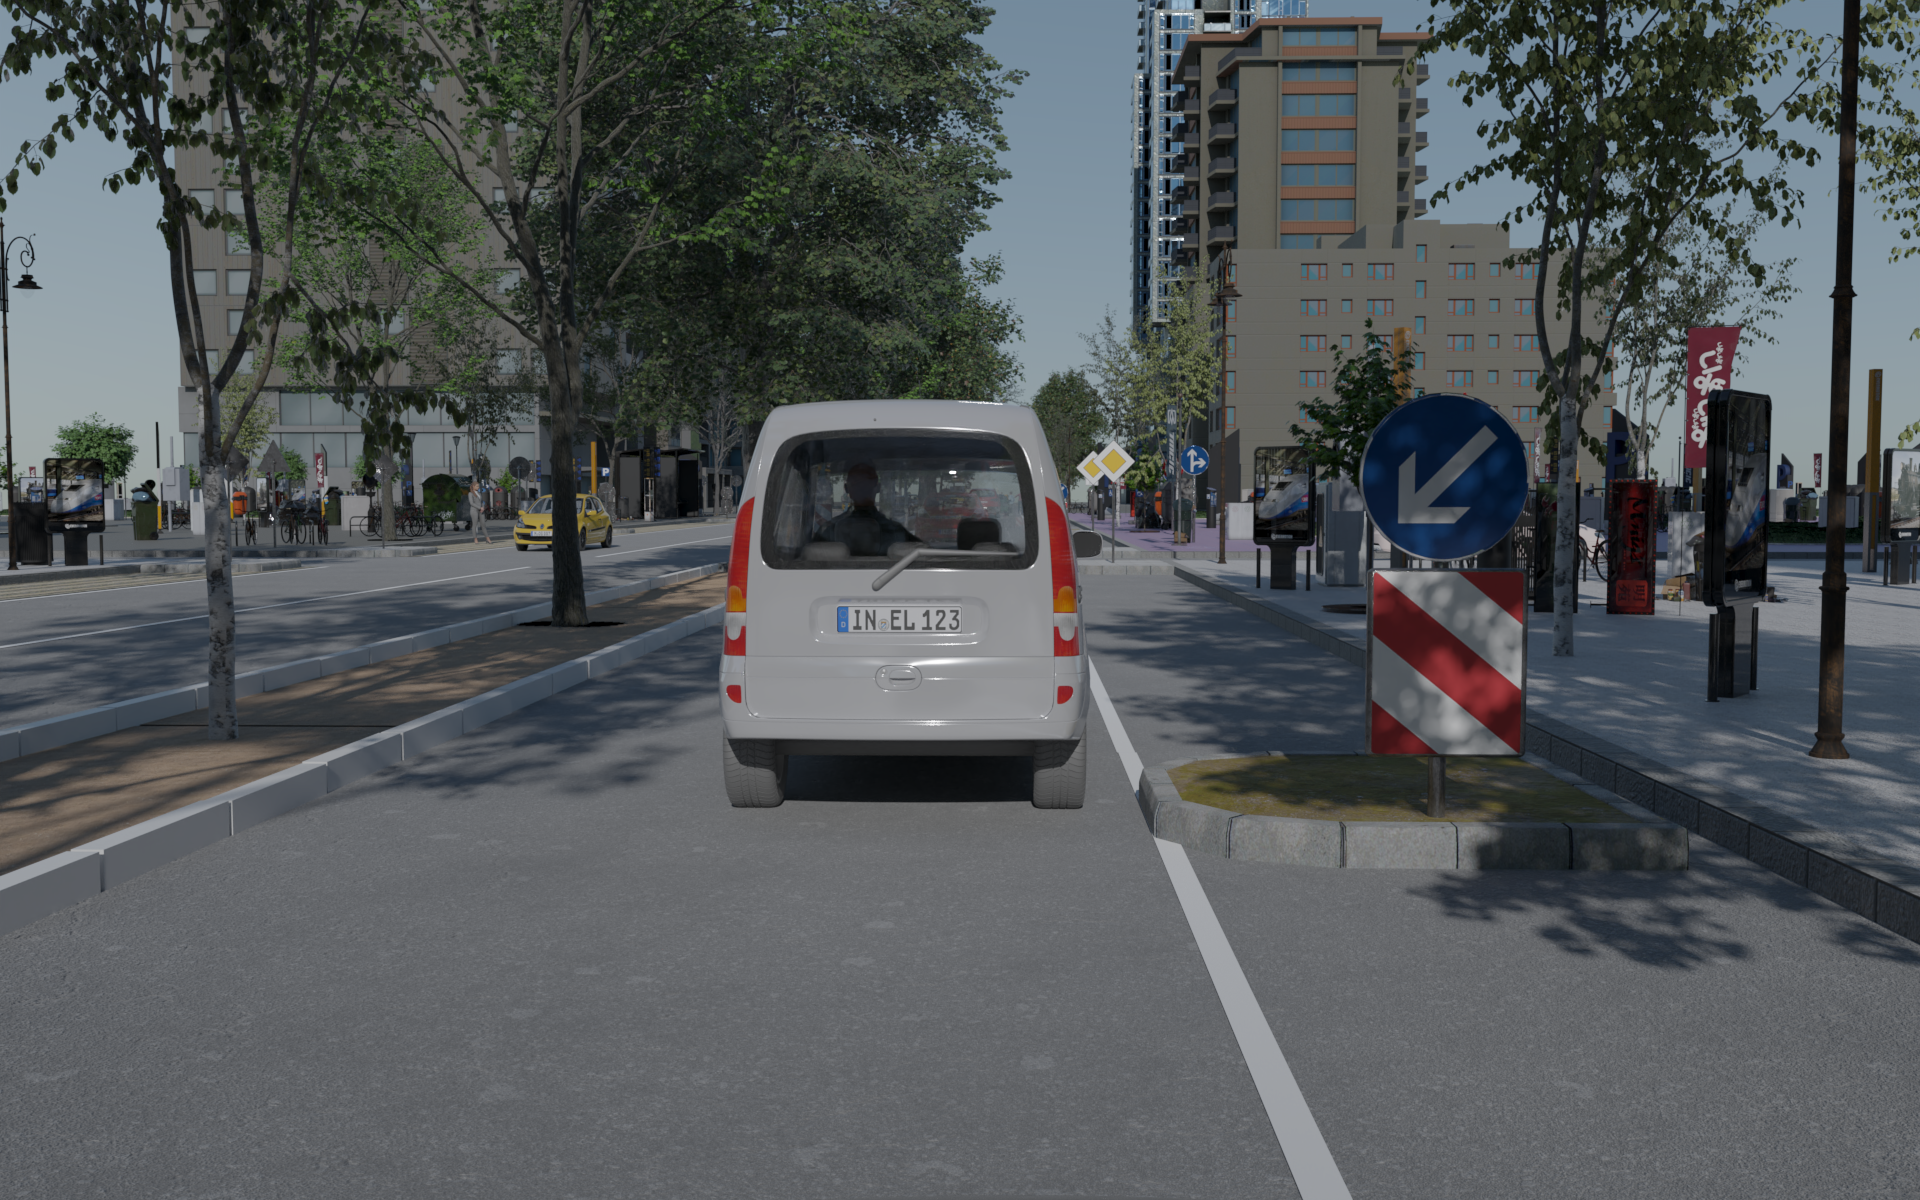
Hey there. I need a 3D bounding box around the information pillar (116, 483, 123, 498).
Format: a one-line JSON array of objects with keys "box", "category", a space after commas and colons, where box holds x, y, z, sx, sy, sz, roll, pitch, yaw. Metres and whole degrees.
[{"box": [-55.545, -6.727, 114.475, 0.304, 2.012, 0.304, -3, 5, -44], "category": "information pillar"}]

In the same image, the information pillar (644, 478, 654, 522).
[{"box": [-14.290, -4.593, 79.584, 0.304, 2.012, 0.304, 2, 4, 23], "category": "information pillar"}]

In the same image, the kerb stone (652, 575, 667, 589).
[{"box": [-4.653, -0.252, 26.311, 0.120, 0.150, 1.000, 0, 4, 2], "category": "kerb stone"}]

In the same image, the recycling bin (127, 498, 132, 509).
[{"box": [-47.994, -5.327, 99.658, 0.722, 1.027, 0.722, 2, 4, 30], "category": "recycling bin"}]

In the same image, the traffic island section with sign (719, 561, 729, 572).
[{"box": [-3.426, -1.501, 32.673, 2.006, 1.907, 1.989, 0, 4, 2], "category": "traffic island section with sign"}]

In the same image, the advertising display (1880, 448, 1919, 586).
[{"box": [13.333, -1.181, 24.517, 0.974, 1.923, 0.123, -3, 4, -37], "category": "advertising display"}]

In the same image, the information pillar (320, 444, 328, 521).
[{"box": [-29.471, -5.440, 80.298, 0.504, 3.616, 0.183, 3, 5, 44], "category": "information pillar"}]

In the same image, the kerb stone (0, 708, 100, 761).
[{"box": [-5.139, 0.752, 9.895, 0.120, 0.150, 1.000, 0, 4, 2], "category": "kerb stone"}]

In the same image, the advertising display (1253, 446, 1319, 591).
[{"box": [4.346, -1.103, 23.245, 0.123, 1.923, 0.974, -3, 5, -40], "category": "advertising display"}]

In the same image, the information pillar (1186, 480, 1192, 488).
[{"box": [11.553, -5.099, 87.853, 0.304, 2.012, 0.304, 2, 4, 27], "category": "information pillar"}]

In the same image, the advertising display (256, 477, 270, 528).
[{"box": [-26.666, -3.735, 66.282, 0.123, 1.923, 0.974, -3, 5, -44], "category": "advertising display"}]

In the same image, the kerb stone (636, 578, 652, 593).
[{"box": [-4.693, -0.189, 25.289, 0.120, 0.150, 1.000, 0, 4, 2], "category": "kerb stone"}]

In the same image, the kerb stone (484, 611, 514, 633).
[{"box": [-4.894, 0.252, 18.107, 0.120, 0.150, 1.000, 0, 4, 2], "category": "kerb stone"}]

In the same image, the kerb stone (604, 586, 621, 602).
[{"box": [-4.750, -0.058, 23.234, 0.120, 0.150, 1.000, 0, 4, 2], "category": "kerb stone"}]

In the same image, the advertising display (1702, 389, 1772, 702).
[{"box": [4.926, -0.353, 10.981, 0.123, 1.923, 0.974, 3, 5, 40], "category": "advertising display"}]

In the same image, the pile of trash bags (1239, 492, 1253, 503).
[{"box": [10.734, -3.149, 61.243, 1.912, 1.369, 3.447, 0, 4, -4], "category": "pile of trash bags"}]

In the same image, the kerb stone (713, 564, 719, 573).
[{"box": [-4.498, -0.564, 31.424, 0.120, 0.150, 1.000, 0, 4, 2], "category": "kerb stone"}]

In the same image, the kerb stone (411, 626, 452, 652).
[{"box": [-4.957, 0.377, 16.052, 0.120, 0.150, 1.000, 0, 4, 2], "category": "kerb stone"}]

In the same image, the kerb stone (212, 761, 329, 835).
[{"box": [-3.099, 0.886, 7.772, 0.120, 0.150, 1.000, 0, 4, 2], "category": "kerb stone"}]

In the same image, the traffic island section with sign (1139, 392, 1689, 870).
[{"box": [1.814, 0.065, 7.563, 1.989, 1.847, 2.006, 0, 4, 2], "category": "traffic island section with sign"}]

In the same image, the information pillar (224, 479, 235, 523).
[{"box": [-32.477, -5.227, 76.813, 0.504, 3.616, 0.183, 0, 4, 7], "category": "information pillar"}]

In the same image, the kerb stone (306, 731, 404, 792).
[{"box": [-3.075, 0.819, 8.798, 0.120, 0.150, 1.000, 0, 4, 2], "category": "kerb stone"}]

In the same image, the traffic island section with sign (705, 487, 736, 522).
[{"box": [-12.119, -4.973, 89.942, 1.989, 1.847, 2.006, 0, 4, 2], "category": "traffic island section with sign"}]

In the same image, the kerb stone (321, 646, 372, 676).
[{"box": [-5.020, 0.510, 13.998, 0.120, 0.150, 1.000, 0, 4, 2], "category": "kerb stone"}]

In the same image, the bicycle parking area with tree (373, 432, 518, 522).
[{"box": [-25.020, -5.876, 83.070, 9.016, 4.147, 8.231, 1, 4, 20], "category": "bicycle parking area with tree"}]

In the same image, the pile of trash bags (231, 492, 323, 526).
[{"box": [-27.896, -3.718, 70.536, 3.447, 1.369, 1.912, -3, 5, -45], "category": "pile of trash bags"}]

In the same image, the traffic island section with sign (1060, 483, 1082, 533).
[{"box": [3.437, -3.298, 62.553, 1.989, 1.847, 2.006, 0, 4, 2], "category": "traffic island section with sign"}]

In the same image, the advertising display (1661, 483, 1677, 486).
[{"box": [42.362, -6.011, 103.497, 0.123, 1.923, 0.974, -3, 4, -36], "category": "advertising display"}]

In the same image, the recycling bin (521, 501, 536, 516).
[{"box": [-15.892, -3.159, 64.199, 0.722, 1.027, 0.722, -2, 4, -32], "category": "recycling bin"}]

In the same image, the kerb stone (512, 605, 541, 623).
[{"box": [-4.857, 0.188, 19.129, 0.120, 0.150, 1.000, 0, 4, 2], "category": "kerb stone"}]

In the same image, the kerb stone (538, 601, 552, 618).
[{"box": [-4.841, 0.125, 20.158, 0.120, 0.150, 1.000, 0, 4, 2], "category": "kerb stone"}]

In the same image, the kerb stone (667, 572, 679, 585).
[{"box": [-4.625, -0.314, 27.336, 0.120, 0.150, 1.000, 0, 4, 2], "category": "kerb stone"}]

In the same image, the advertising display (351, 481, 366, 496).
[{"box": [-29.992, -4.967, 86.417, 0.974, 1.923, 0.123, 2, 4, 34], "category": "advertising display"}]

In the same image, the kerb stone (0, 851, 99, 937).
[{"box": [-3.162, 1.008, 5.720, 0.120, 0.150, 1.000, 0, 4, 2], "category": "kerb stone"}]

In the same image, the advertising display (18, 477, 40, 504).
[{"box": [-34.821, -3.658, 65.029, 0.123, 1.923, 0.974, 3, 4, 36], "category": "advertising display"}]

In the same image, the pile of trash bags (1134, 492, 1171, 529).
[{"box": [7.559, -3.414, 65.574, 1.912, 1.369, 3.447, 0, 4, 5], "category": "pile of trash bags"}]

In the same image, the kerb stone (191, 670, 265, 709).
[{"box": [-5.082, 0.627, 11.939, 0.120, 0.150, 1.000, 0, 4, 2], "category": "kerb stone"}]

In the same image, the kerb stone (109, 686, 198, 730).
[{"box": [-5.115, 0.690, 10.917, 0.120, 0.150, 1.000, 0, 4, 2], "category": "kerb stone"}]

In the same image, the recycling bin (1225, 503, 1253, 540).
[{"box": [7.875, -2.214, 48.753, 0.722, 1.027, 0.722, 0, 4, 1], "category": "recycling bin"}]

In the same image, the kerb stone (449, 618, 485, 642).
[{"box": [-4.922, 0.313, 17.080, 0.120, 0.150, 1.000, 0, 4, 2], "category": "kerb stone"}]

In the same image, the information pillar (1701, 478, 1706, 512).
[{"box": [33.709, -4.541, 78.734, 0.304, 2.012, 0.304, 0, 4, -5], "category": "information pillar"}]

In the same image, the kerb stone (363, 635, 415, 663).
[{"box": [-4.982, 0.439, 15.024, 0.120, 0.150, 1.000, 0, 4, 2], "category": "kerb stone"}]

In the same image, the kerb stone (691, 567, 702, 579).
[{"box": [-4.561, -0.437, 29.380, 0.120, 0.150, 1.000, 0, 4, 2], "category": "kerb stone"}]

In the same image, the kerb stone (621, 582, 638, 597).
[{"box": [-4.715, -0.122, 24.260, 0.120, 0.150, 1.000, 0, 4, 2], "category": "kerb stone"}]

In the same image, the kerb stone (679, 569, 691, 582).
[{"box": [-4.592, -0.377, 28.358, 0.120, 0.150, 1.000, 0, 4, 2], "category": "kerb stone"}]

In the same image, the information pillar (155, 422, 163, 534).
[{"box": [-26.014, -3.968, 56.227, 0.183, 3.616, 0.504, -1, 4, -22], "category": "information pillar"}]

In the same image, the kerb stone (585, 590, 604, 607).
[{"box": [-4.776, -0.001, 22.211, 0.120, 0.150, 1.000, 0, 4, 2], "category": "kerb stone"}]

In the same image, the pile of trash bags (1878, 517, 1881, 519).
[{"box": [54.844, -5.527, 100.125, 3.447, 1.369, 1.912, -1, 4, -9], "category": "pile of trash bags"}]

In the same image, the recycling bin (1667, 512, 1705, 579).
[{"box": [10.394, -0.725, 24.409, 0.722, 1.027, 0.722, 1, 4, 17], "category": "recycling bin"}]

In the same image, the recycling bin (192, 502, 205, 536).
[{"box": [-23.301, -2.521, 53.781, 0.722, 1.027, 0.722, 2, 4, 27], "category": "recycling bin"}]

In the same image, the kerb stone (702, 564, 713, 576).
[{"box": [-4.528, -0.501, 30.401, 0.120, 0.150, 1.000, 0, 4, 2], "category": "kerb stone"}]

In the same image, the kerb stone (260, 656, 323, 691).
[{"box": [-5.051, 0.564, 12.975, 0.120, 0.150, 1.000, 0, 4, 2], "category": "kerb stone"}]

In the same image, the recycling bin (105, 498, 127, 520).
[{"box": [-41.231, -4.396, 84.430, 0.722, 1.027, 0.722, -1, 4, -9], "category": "recycling bin"}]

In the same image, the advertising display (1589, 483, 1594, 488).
[{"box": [37.211, -5.926, 102.100, 0.123, 1.923, 0.974, 1, 4, 12], "category": "advertising display"}]

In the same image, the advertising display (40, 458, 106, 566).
[{"box": [-15.825, -1.575, 30.964, 0.974, 1.923, 0.123, -3, 5, -40], "category": "advertising display"}]

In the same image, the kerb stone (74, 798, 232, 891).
[{"box": [-3.133, 0.945, 6.750, 0.120, 0.150, 1.000, 0, 4, 2], "category": "kerb stone"}]

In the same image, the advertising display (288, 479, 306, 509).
[{"box": [-29.460, -4.391, 76.999, 0.123, 1.923, 0.974, 1, 4, 19], "category": "advertising display"}]

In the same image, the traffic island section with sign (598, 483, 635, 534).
[{"box": [-12.918, -3.325, 62.999, 1.989, 1.847, 2.006, 0, 4, 2], "category": "traffic island section with sign"}]

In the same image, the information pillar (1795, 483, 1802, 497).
[{"box": [53.747, -6.515, 111.010, 0.304, 2.012, 0.304, 0, 4, -2], "category": "information pillar"}]
